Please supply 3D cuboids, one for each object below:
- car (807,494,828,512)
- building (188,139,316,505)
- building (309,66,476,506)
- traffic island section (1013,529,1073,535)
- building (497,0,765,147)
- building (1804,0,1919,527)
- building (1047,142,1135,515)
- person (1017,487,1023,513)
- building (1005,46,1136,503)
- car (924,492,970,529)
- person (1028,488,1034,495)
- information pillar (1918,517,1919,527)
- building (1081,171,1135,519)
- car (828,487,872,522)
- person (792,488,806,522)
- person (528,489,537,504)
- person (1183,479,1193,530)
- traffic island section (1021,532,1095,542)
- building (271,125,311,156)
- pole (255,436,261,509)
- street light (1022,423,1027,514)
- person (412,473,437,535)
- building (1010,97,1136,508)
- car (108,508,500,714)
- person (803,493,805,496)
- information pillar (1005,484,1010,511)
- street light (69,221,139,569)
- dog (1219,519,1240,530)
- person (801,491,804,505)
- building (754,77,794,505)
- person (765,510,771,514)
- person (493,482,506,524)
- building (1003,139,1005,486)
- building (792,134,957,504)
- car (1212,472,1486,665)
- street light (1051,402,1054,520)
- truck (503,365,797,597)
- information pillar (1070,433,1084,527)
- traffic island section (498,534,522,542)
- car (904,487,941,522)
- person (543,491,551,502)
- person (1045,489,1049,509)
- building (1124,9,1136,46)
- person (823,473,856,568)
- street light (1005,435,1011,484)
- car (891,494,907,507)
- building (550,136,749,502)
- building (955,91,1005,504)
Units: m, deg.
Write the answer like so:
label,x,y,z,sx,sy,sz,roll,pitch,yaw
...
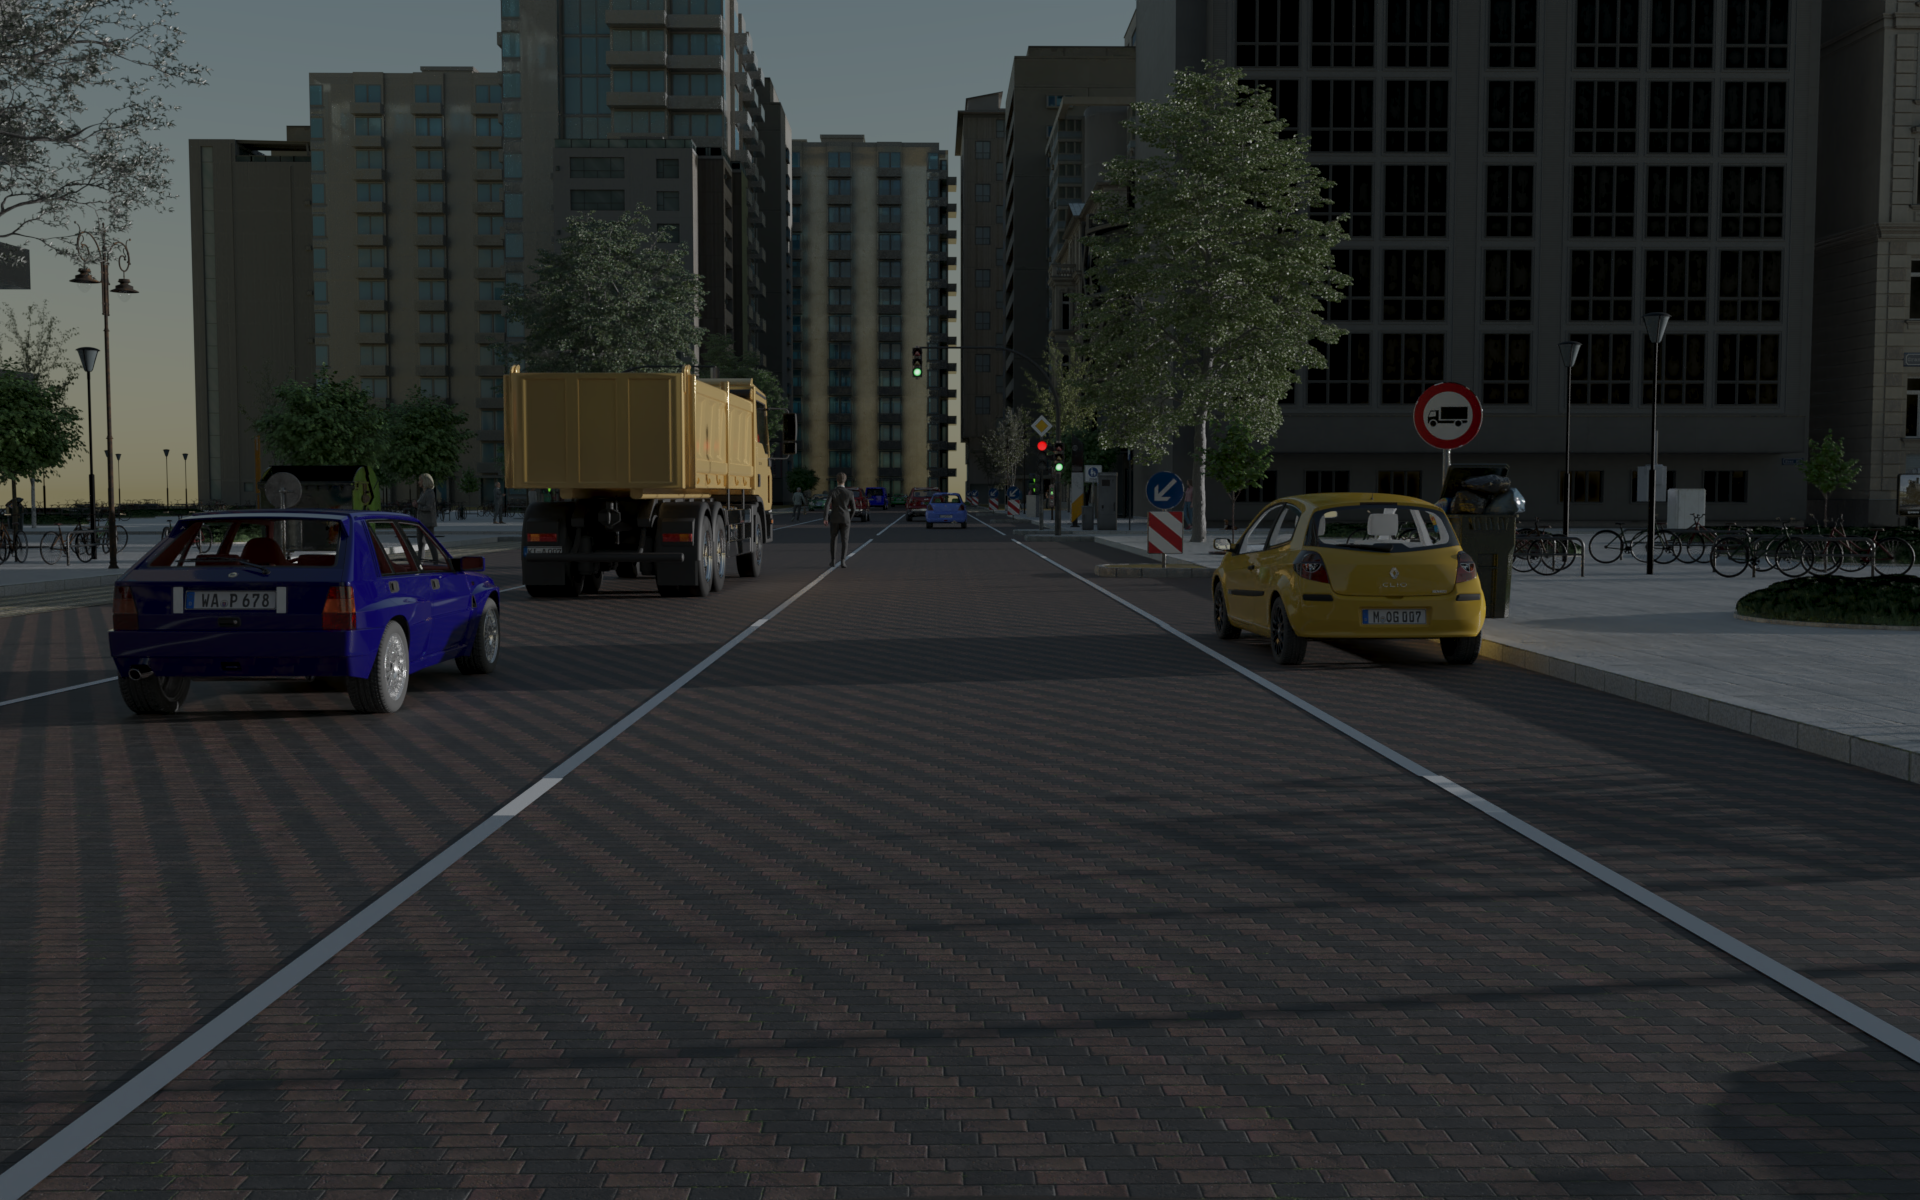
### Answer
label,x,y,z,sx,sy,sz,roll,pitch,yaw
car,-11.528,-8.057,143.523,2.131,1.459,4.920,0,4,0
building,-79.802,-31.731,202.403,14.086,41.232,14.154,0,4,-1
building,-57.097,-35.326,197.195,30.456,49.044,23.786,0,4,-1
traffic island section,2.915,-2.403,61.578,2.009,0.180,2.903,0,4,-1
building,-30.490,-33.393,165.583,23.786,49.044,30.456,0,4,-1
building,45.591,-16.620,69.004,25.104,27.353,12.463,0,4,-1
building,13.310,-18.353,119.156,14.460,24.649,34.723,0,4,-1
person,4.110,-6.890,119.043,0.444,1.785,0.601,3,5,42
building,15.912,-34.329,184.976,21.300,48.544,21.600,0,4,-1
car,-0.556,-3.878,72.994,1.945,1.707,3.694,0,4,1
person,4.614,-6.541,113.003,0.388,1.821,0.555,1,4,21
information pillar,30.571,-3.076,54.785,0.304,2.012,0.304,-1,4,-17
building,14.872,-13.834,93.639,16.820,18.784,16.811,0,4,-1
car,-5.784,-4.993,90.311,2.281,1.827,5.304,0,3,0
person,-8.384,-4.982,90.448,0.782,1.767,0.515,1,4,11
person,-19.904,-4.526,80.800,0.466,1.731,0.760,-1,4,-12
person,8.204,-3.433,62.180,0.388,1.821,0.555,-3,5,-41
traffic island section,3.042,-1.915,53.594,2.009,0.180,2.903,0,4,-1
building,-76.805,-37.146,231.042,21.600,48.544,21.300,0,4,-1
pole,-24.490,-4.074,60.452,0.158,3.312,0.155,0,3,0
street light,4.129,-8.438,110.752,0.468,5.910,1.993,0,4,-1
person,-9.537,-1.351,30.779,0.526,1.800,0.537,-2,4,-28
building,21.053,-28.787,162.555,32.217,40.220,23.993,0,4,-1
car,-4.573,-0.004,12.646,1.945,1.354,3.894,0,4,-1
person,-17.865,-11.910,200.855,1.350,1.814,0.705,-1,4,-10
information pillar,3.642,-7.827,132.464,0.304,2.012,0.304,3,4,38
street light,-14.578,-3.478,29.647,0.468,5.910,1.993,0,4,-1
dog,9.565,-2.666,61.329,0.550,0.427,0.748,-2,4,-27
person,-18.899,-12.366,208.363,0.705,1.807,1.348,-3,5,-40
building,-30.612,-35.182,198.928,21.600,48.544,21.300,0,4,-1
person,-10.457,-5.134,92.799,0.624,1.780,0.694,1,4,19
person,-19.871,-4.195,74.803,0.590,1.801,0.661,0,4,-2
building,12.230,-33.834,203.292,14.600,45.320,14.200,0,4,-1
building,-15.727,-37.538,233.358,30.456,49.044,23.786,0,4,-1
car,3.442,-0.352,15.980,2.015,1.641,3.980,0,4,-2
street light,4.553,-6.887,85.388,0.468,5.910,1.993,0,4,-1
truck,-4.721,-1.947,27.750,3.469,3.379,9.791,0,4,1
information pillar,4.525,-4.618,66.851,0.504,3.616,0.183,2,4,29
traffic island section,-12.897,-1.900,53.345,2.009,0.180,2.903,0,4,-1
car,-1.848,-5.098,92.023,2.281,1.827,5.304,0,4,-3
person,-22.029,-5.251,92.151,0.600,1.795,0.529,-3,5,-44
person,7.490,-8.592,147.243,0.721,1.735,1.217,1,4,12
building,33.941,-40.223,199.638,28.212,58.520,21.231,0,4,-1
person,-2.366,-1.559,33.763,0.659,1.850,0.755,-1,4,-10
street light,3.713,-9.966,135.738,0.468,5.910,1.993,0,4,-1
car,-6.619,-11.095,190.195,1.959,1.807,4.718,0,4,1
building,-25.308,-22.762,143.857,14.160,30.474,14.107,0,4,-1
building,13.215,-39.531,235.571,27.495,52.752,28.713,0,4,-1
